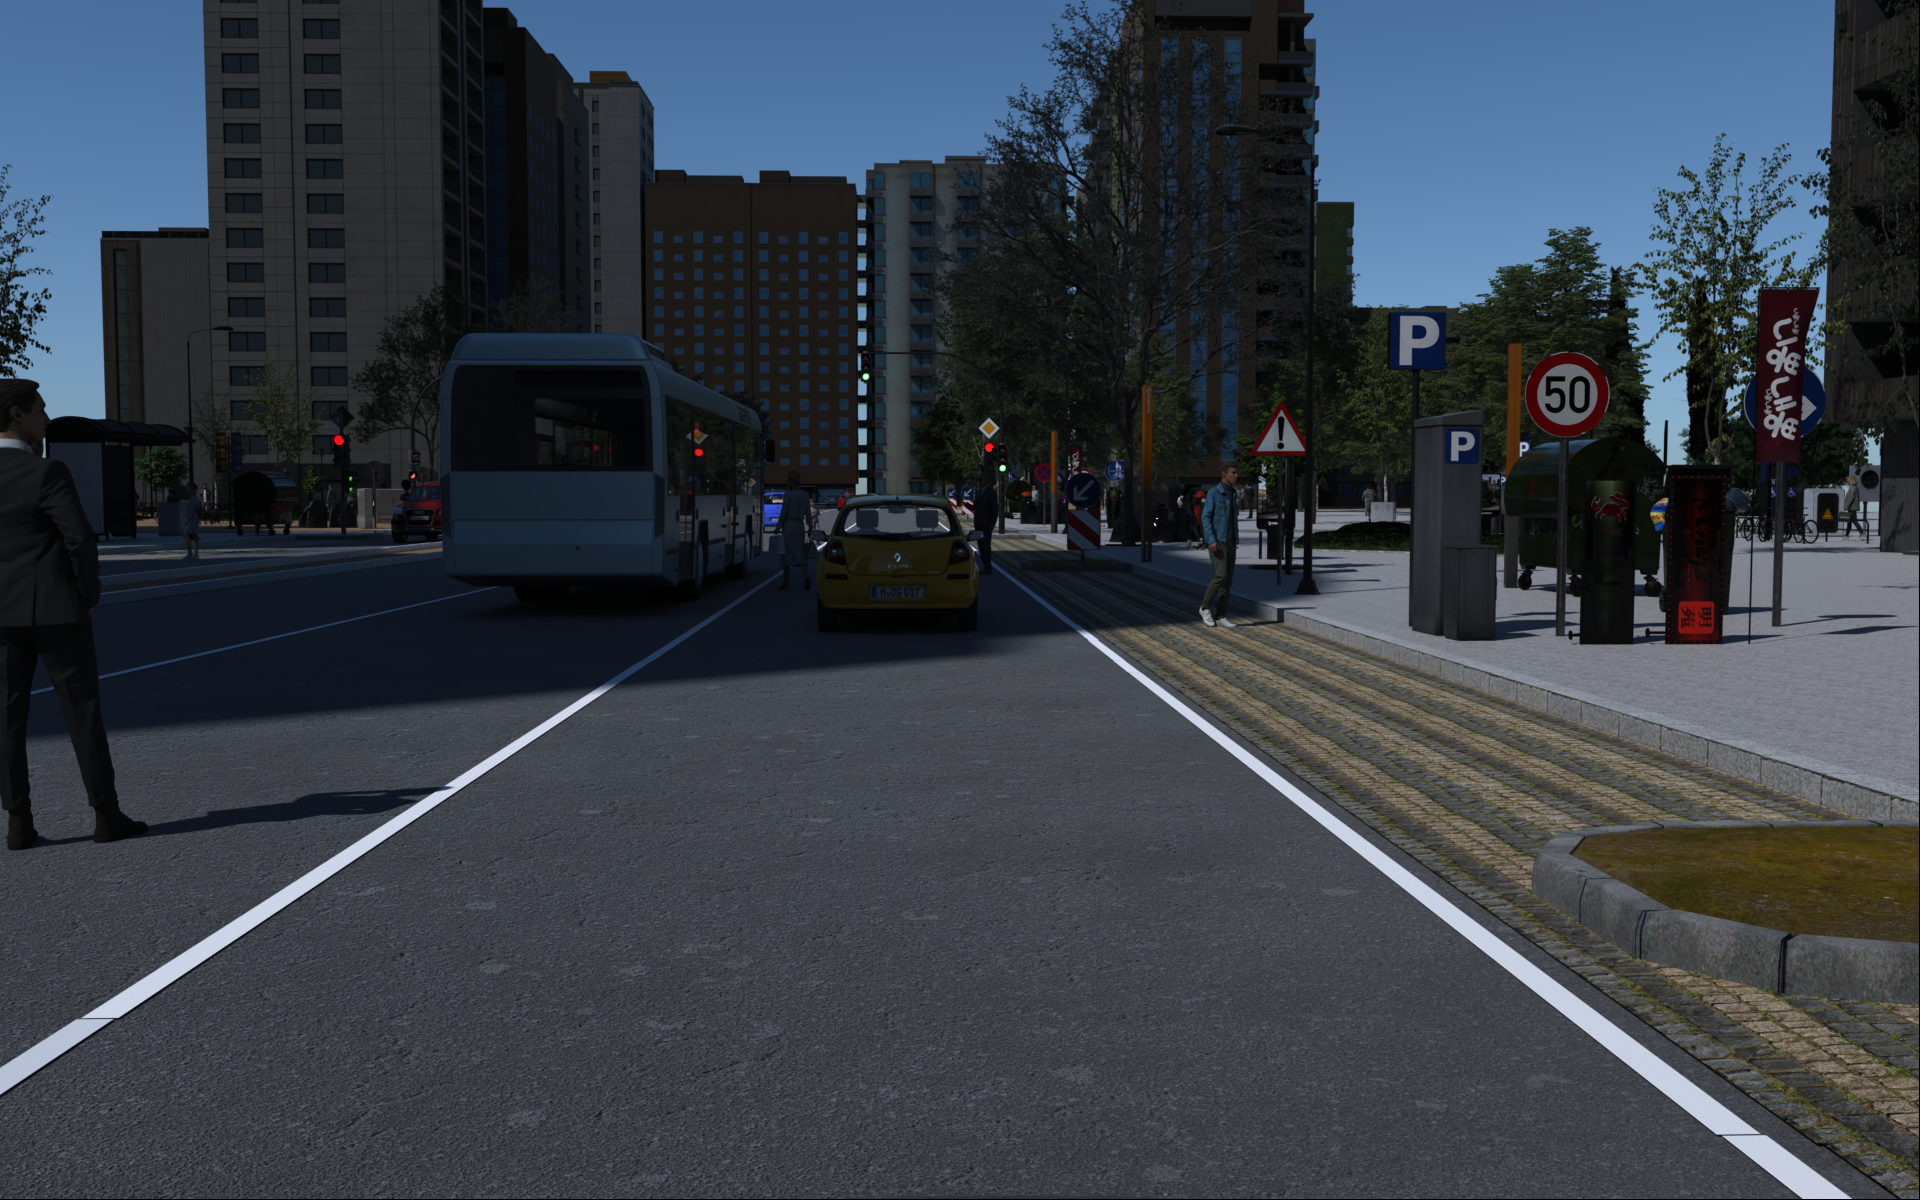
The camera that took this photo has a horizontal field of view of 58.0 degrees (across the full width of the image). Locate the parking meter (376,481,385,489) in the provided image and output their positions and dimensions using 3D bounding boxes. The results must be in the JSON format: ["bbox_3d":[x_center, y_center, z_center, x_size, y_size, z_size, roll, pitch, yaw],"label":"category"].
[{"bbox_3d":[-26.602,-4.518,79.577,0.255,1.863,0.399,1,4,18],"label":"parking meter"}]

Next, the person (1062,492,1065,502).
[{"bbox_3d":[8.754,-8.413,146.816,0.991,1.433,0.599,3,4,38],"label":"person"}]

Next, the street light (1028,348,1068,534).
[{"bbox_3d":[2.874,-5.058,55.242,1.470,5.913,1.316,0,4,-2],"label":"street light"}]

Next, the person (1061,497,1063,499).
[{"bbox_3d":[8.035,-8.072,141.249,0.991,1.433,0.599,-1,4,-16],"label":"person"}]

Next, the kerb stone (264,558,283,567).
[{"bbox_3d":[-13.550,-0.719,33.943,0.120,0.150,1.000,0,4,-2],"label":"kerb stone"}]

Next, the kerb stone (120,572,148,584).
[{"bbox_3d":[-13.350,-0.341,27.779,0.120,0.150,1.000,0,4,-2],"label":"kerb stone"}]

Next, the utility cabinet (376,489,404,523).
[{"bbox_3d":[-24.701,-4.056,74.992,1.173,1.500,0.318,-2,4,-29],"label":"utility cabinet"}]

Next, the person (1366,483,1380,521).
[{"bbox_3d":[19.236,-4.533,80.515,0.532,1.782,0.716,-3,5,-44],"label":"person"}]

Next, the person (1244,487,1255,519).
[{"bbox_3d":[15.135,-5.218,90.713,0.474,1.900,0.648,2,4,25],"label":"person"}]

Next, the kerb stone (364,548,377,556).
[{"bbox_3d":[-13.762,-1.092,40.091,0.120,0.150,1.000,0,4,-2],"label":"kerb stone"}]

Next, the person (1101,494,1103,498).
[{"bbox_3d":[12.662,-9.392,159.744,1.348,1.807,0.705,3,5,41],"label":"person"}]

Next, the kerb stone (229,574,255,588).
[{"bbox_3d":[-11.207,-0.282,26.806,0.120,0.150,1.000,0,4,-2],"label":"kerb stone"}]

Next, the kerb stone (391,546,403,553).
[{"bbox_3d":[-13.823,-1.219,42.134,0.120,0.150,1.000,0,4,-2],"label":"kerb stone"}]

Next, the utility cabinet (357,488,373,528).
[{"bbox_3d":[-22.178,-3.417,64.545,0.318,1.500,1.173,-2,4,-31],"label":"utility cabinet"}]

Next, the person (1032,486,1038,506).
[{"bbox_3d":[4.398,-5.929,103.472,0.782,1.767,0.515,2,4,28],"label":"person"}]

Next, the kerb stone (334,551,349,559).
[{"bbox_3d":[-13.696,-0.969,38.046,0.120,0.150,1.000,0,4,-2],"label":"kerb stone"}]

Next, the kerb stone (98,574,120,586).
[{"bbox_3d":[-13.307,-0.276,26.752,0.120,0.150,1.000,0,4,-2],"label":"kerb stone"}]

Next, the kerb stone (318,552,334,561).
[{"bbox_3d":[-13.656,-0.907,37.024,0.120,0.150,1.000,0,4,-2],"label":"kerb stone"}]

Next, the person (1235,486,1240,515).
[{"bbox_3d":[16.809,-6.079,105.642,0.583,1.804,0.606,-1,4,-22],"label":"person"}]

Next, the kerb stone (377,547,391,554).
[{"bbox_3d":[-13.787,-1.149,41.113,0.120,0.150,1.000,0,4,-2],"label":"kerb stone"}]

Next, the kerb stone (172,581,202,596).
[{"bbox_3d":[-11.133,-0.153,24.750,0.120,0.150,1.000,0,4,-2],"label":"kerb stone"}]

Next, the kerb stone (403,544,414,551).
[{"bbox_3d":[-13.867,-1.279,43.160,0.120,0.150,1.000,0,4,-2],"label":"kerb stone"}]

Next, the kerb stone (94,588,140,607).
[{"bbox_3d":[-11.064,-0.031,22.703,0.120,0.150,1.000,0,4,-2],"label":"kerb stone"}]

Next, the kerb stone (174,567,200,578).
[{"bbox_3d":[-13.411,-0.464,29.840,0.120,0.150,1.000,0,4,-2],"label":"kerb stone"}]

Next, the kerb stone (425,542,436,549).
[{"bbox_3d":[-13.932,-1.408,45.216,0.120,0.150,1.000,0,4,-2],"label":"kerb stone"}]

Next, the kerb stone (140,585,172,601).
[{"bbox_3d":[-11.101,-0.094,23.728,0.120,0.150,1.000,0,4,-2],"label":"kerb stone"}]

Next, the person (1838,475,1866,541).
[{"bbox_3d":[24.564,-2.535,47.674,0.728,1.800,0.709,3,5,42],"label":"person"}]

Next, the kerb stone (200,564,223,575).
[{"bbox_3d":[-13.445,-0.526,30.862,0.120,0.150,1.000,0,4,-2],"label":"kerb stone"}]

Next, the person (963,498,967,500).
[{"bbox_3d":[0.391,-8.111,138.901,0.529,1.795,0.600,0,4,-4],"label":"person"}]

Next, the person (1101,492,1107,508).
[{"bbox_3d":[13.514,-9.534,162.377,0.568,1.767,0.683,3,4,38],"label":"person"}]

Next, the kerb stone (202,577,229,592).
[{"bbox_3d":[-11.171,-0.216,25.781,0.120,0.150,1.000,0,4,-2],"label":"kerb stone"}]

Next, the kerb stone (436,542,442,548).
[{"bbox_3d":[-13.971,-1.464,46.251,0.120,0.150,1.000,0,4,-2],"label":"kerb stone"}]

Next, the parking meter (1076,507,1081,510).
[{"bbox_3d":[5.259,-4.123,75.822,0.372,1.533,0.369,0,3,0],"label":"parking meter"}]

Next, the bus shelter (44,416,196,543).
[{"bbox_3d":[-23.157,-3.289,47.700,2.014,3.302,5.546,0,4,-2],"label":"bus shelter"}]

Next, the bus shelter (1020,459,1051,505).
[{"bbox_3d":[5.326,-8.644,118.968,2.179,5.291,8.768,0,4,-2],"label":"bus shelter"}]

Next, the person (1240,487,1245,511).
[{"bbox_3d":[21.961,-7.858,134.704,0.473,1.802,0.592,1,4,23],"label":"person"}]

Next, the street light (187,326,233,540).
[{"bbox_3d":[-20.796,-4.618,48.044,1.470,5.913,1.316,0,4,-2],"label":"street light"}]

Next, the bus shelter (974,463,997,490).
[{"bbox_3d":[2.125,-8.755,120.781,2.179,5.291,8.768,0,4,-2],"label":"bus shelter"}]

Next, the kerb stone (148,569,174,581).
[{"bbox_3d":[-13.384,-0.404,28.808,0.120,0.150,1.000,0,4,-2],"label":"kerb stone"}]

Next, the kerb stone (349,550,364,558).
[{"bbox_3d":[-13.716,-1.031,39.070,0.120,0.150,1.000,0,4,-2],"label":"kerb stone"}]

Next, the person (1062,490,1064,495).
[{"bbox_3d":[11.567,-11.549,195.546,1.217,1.739,0.721,-3,5,-41],"label":"person"}]

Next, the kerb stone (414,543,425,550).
[{"bbox_3d":[-13.902,-1.345,44.188,0.120,0.150,1.000,0,4,-2],"label":"kerb stone"}]

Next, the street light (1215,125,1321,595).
[{"bbox_3d":[3.907,-3.024,21.982,1.470,5.913,1.316,0,4,-2],"label":"street light"}]

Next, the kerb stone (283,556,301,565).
[{"bbox_3d":[-13.583,-0.781,34.967,0.120,0.150,1.000,0,4,-2],"label":"kerb stone"}]

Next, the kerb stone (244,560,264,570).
[{"bbox_3d":[-13.514,-0.656,32.918,0.120,0.150,1.000,0,4,-2],"label":"kerb stone"}]

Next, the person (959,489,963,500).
[{"bbox_3d":[0.156,-11.589,195.511,1.348,1.826,0.705,1,4,9],"label":"person"}]

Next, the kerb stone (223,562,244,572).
[{"bbox_3d":[-13.476,-0.592,31.884,0.120,0.150,1.000,0,4,-2],"label":"kerb stone"}]

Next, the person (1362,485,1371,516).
[{"bbox_3d":[23.517,-5.720,99.837,0.678,1.792,0.850,1,4,18],"label":"person"}]

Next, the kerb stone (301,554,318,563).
[{"bbox_3d":[-13.619,-0.843,35.995,0.120,0.150,1.000,0,4,-2],"label":"kerb stone"}]

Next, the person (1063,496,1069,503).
[{"bbox_3d":[6.609,-5.954,107.658,0.475,1.303,0.640,3,4,38],"label":"person"}]
